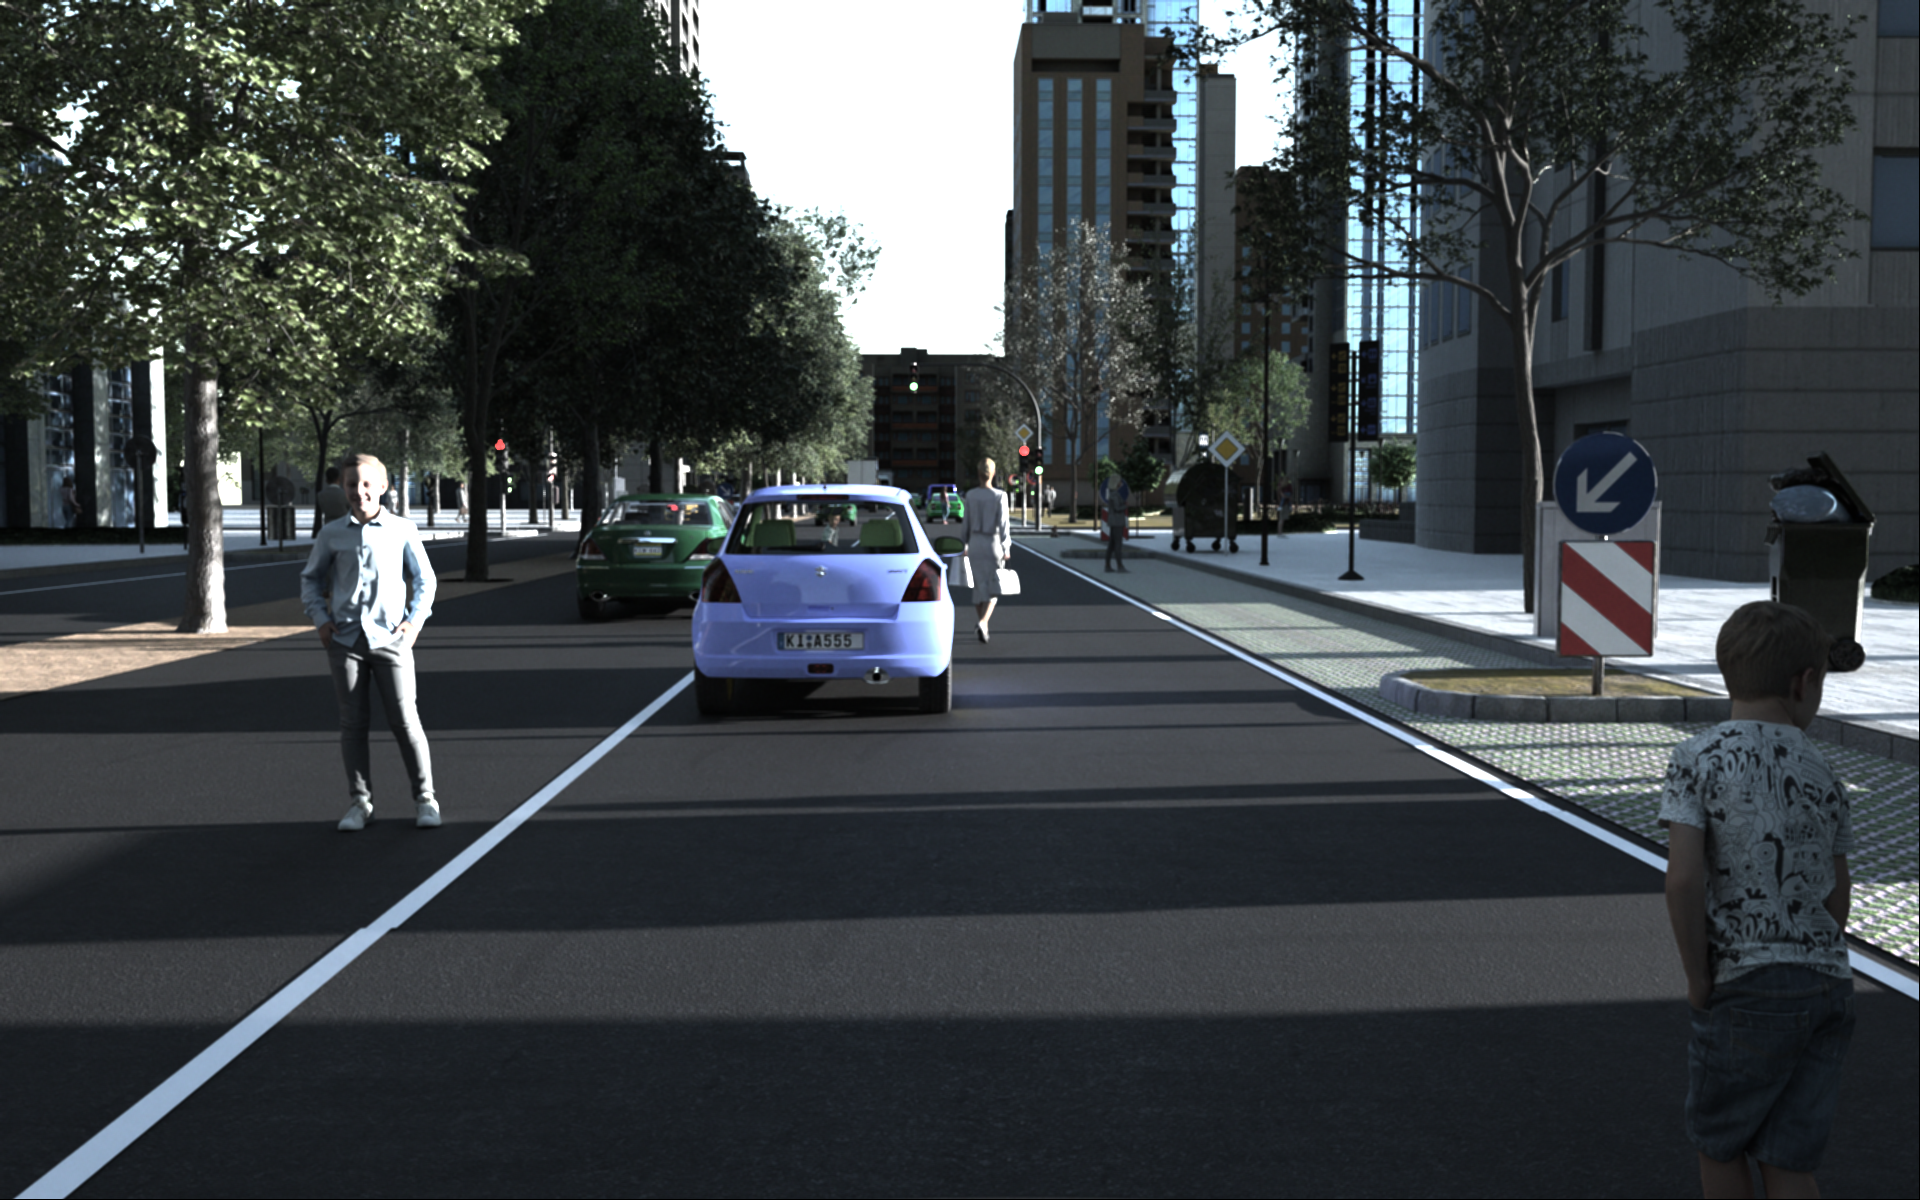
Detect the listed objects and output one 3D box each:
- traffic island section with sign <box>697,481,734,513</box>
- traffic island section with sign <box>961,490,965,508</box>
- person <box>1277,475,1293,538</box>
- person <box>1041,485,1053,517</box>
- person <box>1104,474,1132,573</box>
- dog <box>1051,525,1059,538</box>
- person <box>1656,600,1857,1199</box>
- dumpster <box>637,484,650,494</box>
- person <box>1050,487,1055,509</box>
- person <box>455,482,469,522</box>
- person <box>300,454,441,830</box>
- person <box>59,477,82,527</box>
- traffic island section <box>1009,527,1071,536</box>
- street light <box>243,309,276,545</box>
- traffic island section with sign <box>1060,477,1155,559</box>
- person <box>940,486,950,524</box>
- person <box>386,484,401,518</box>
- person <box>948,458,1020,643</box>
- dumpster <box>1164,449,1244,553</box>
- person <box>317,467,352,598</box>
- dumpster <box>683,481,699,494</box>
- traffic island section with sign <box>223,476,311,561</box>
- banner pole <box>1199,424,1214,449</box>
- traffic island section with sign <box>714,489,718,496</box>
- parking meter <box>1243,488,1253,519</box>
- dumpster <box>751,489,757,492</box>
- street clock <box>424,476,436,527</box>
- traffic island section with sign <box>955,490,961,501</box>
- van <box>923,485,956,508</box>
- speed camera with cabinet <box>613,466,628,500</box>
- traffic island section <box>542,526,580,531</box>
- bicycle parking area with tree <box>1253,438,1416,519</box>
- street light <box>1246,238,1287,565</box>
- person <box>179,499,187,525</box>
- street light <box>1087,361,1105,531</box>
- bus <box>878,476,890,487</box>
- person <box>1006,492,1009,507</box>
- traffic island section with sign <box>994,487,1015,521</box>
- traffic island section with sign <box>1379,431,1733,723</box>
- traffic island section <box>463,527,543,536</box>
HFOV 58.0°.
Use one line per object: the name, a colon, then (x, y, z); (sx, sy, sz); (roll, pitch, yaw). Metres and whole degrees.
traffic island section with sign: (-9.125, -3.661, 67.992); (2.006, 1.907, 1.989); (0, 4, -1)
traffic island section with sign: (1.283, -6.821, 120.156); (1.989, 1.847, 2.006); (0, 4, -1)
person: (9.459, -2.726, 50.586); (0.573, 1.828, 0.580); (-3, 4, -39)
person: (4.750, -5.460, 95.705); (0.661, 1.777, 0.834); (-2, 4, -30)
person: (2.891, -1.395, 31.495); (0.526, 1.800, 0.537); (1, 4, 11)
dog: (3.182, -2.245, 56.903); (0.550, 0.427, 0.748); (3, 5, 40)
person: (1.324, 0.628, 2.916); (0.332, 1.250, 0.352); (2, 4, 27)
dumpster: (-18.976, -6.090, 105.326); (1.264, 1.857, 1.865); (0, 4, -1)
person: (7.076, -7.865, 134.736); (0.679, 1.850, 0.850); (1, 4, 22)
person: (-22.625, -4.438, 78.712); (0.767, 1.812, 0.694); (-2, 4, -35)
person: (-2.543, 0.174, 7.459); (0.589, 1.601, 0.330); (0, 4, -4)
person: (-24.443, -2.496, 47.447); (0.593, 1.750, 0.643); (1, 4, 21)
traffic island section: (2.743, -2.346, 60.635); (2.009, 0.180, 2.903); (0, 4, -1)
street light: (-17.475, -4.311, 43.273); (0.468, 5.910, 1.993); (0, 4, -1)
traffic island section with sign: (3.276, -1.854, 38.944); (1.989, 1.847, 2.006); (0, 4, -1)
person: (-0.713, -4.570, 83.237); (0.555, 1.821, 0.388); (3, 4, 38)
person: (-25.706, -4.390, 78.575); (0.760, 1.731, 0.466); (1, 4, 12)
person: (0.206, -0.486, 16.797); (0.694, 1.780, 0.624); (2, 4, 35)
dumpster: (5.404, -2.196, 38.401); (1.502, 2.255, 1.985); (0, 4, -2)
person: (-8.535, -0.923, 23.780); (0.511, 1.800, 0.466); (0, 4, -7)
dumpster: (-19.596, -7.562, 126.135); (1.502, 2.255, 1.985); (0, 4, -1)
traffic island section with sign: (-15.023, -1.789, 37.873); (1.989, 1.847, 2.006); (0, 4, -1)
banner pole: (8.765, -4.370, 61.463); (0.863, 3.779, 0.401); (-2, 4, -31)
traffic island section with sign: (-17.042, -6.820, 120.127); (1.989, 1.847, 2.006); (0, 4, -1)
parking meter: (11.397, -3.678, 68.552); (0.372, 1.533, 0.369); (0, 3, 0)
dumpster: (-18.083, -9.071, 156.522); (1.865, 1.857, 1.264); (0, 4, -3)
street clock: (-20.706, -3.862, 67.707); (0.471, 2.002, 0.358); (3, 5, 44)
traffic island section with sign: (-0.640, -11.596, 198.223); (1.989, 1.847, 2.006); (0, 4, -1)
van: (-1.285, -6.827, 116.008); (2.240, 2.365, 5.245); (0, 4, -3)
speed camera with cabinet: (-18.653, -6.170, 95.208); (0.660, 3.252, 2.038); (-1, 4, -17)
traffic island section: (-16.089, -2.806, 68.166); (2.009, 0.180, 2.903); (0, 4, -1)
bicycle parking area with tree: (18.929, -6.208, 88.505); (8.231, 4.147, 9.016); (1, 4, 10)
street light: (5.500, -3.568, 31.124); (0.468, 5.910, 1.993); (0, 4, -1)
person: (-23.834, -2.780, 53.313); (0.589, 1.601, 0.330); (2, 4, 27)
street light: (4.723, -5.347, 60.206); (0.468, 5.910, 1.993); (0, 4, -1)
bus: (-8.707, -11.465, 182.309); (2.948, 3.499, 13.247); (0, 4, -3)
person: (4.445, -9.861, 167.713); (0.683, 1.767, 0.568); (0, 4, -3)
traffic island section with sign: (1.939, -5.173, 93.209); (1.989, 1.847, 2.006); (0, 4, -1)
traffic island section with sign: (3.953, -0.190, 11.729); (1.989, 1.847, 2.006); (0, 4, -1)
traffic island section: (-15.893, -2.318, 60.183); (2.009, 0.180, 2.903); (0, 4, -1)
